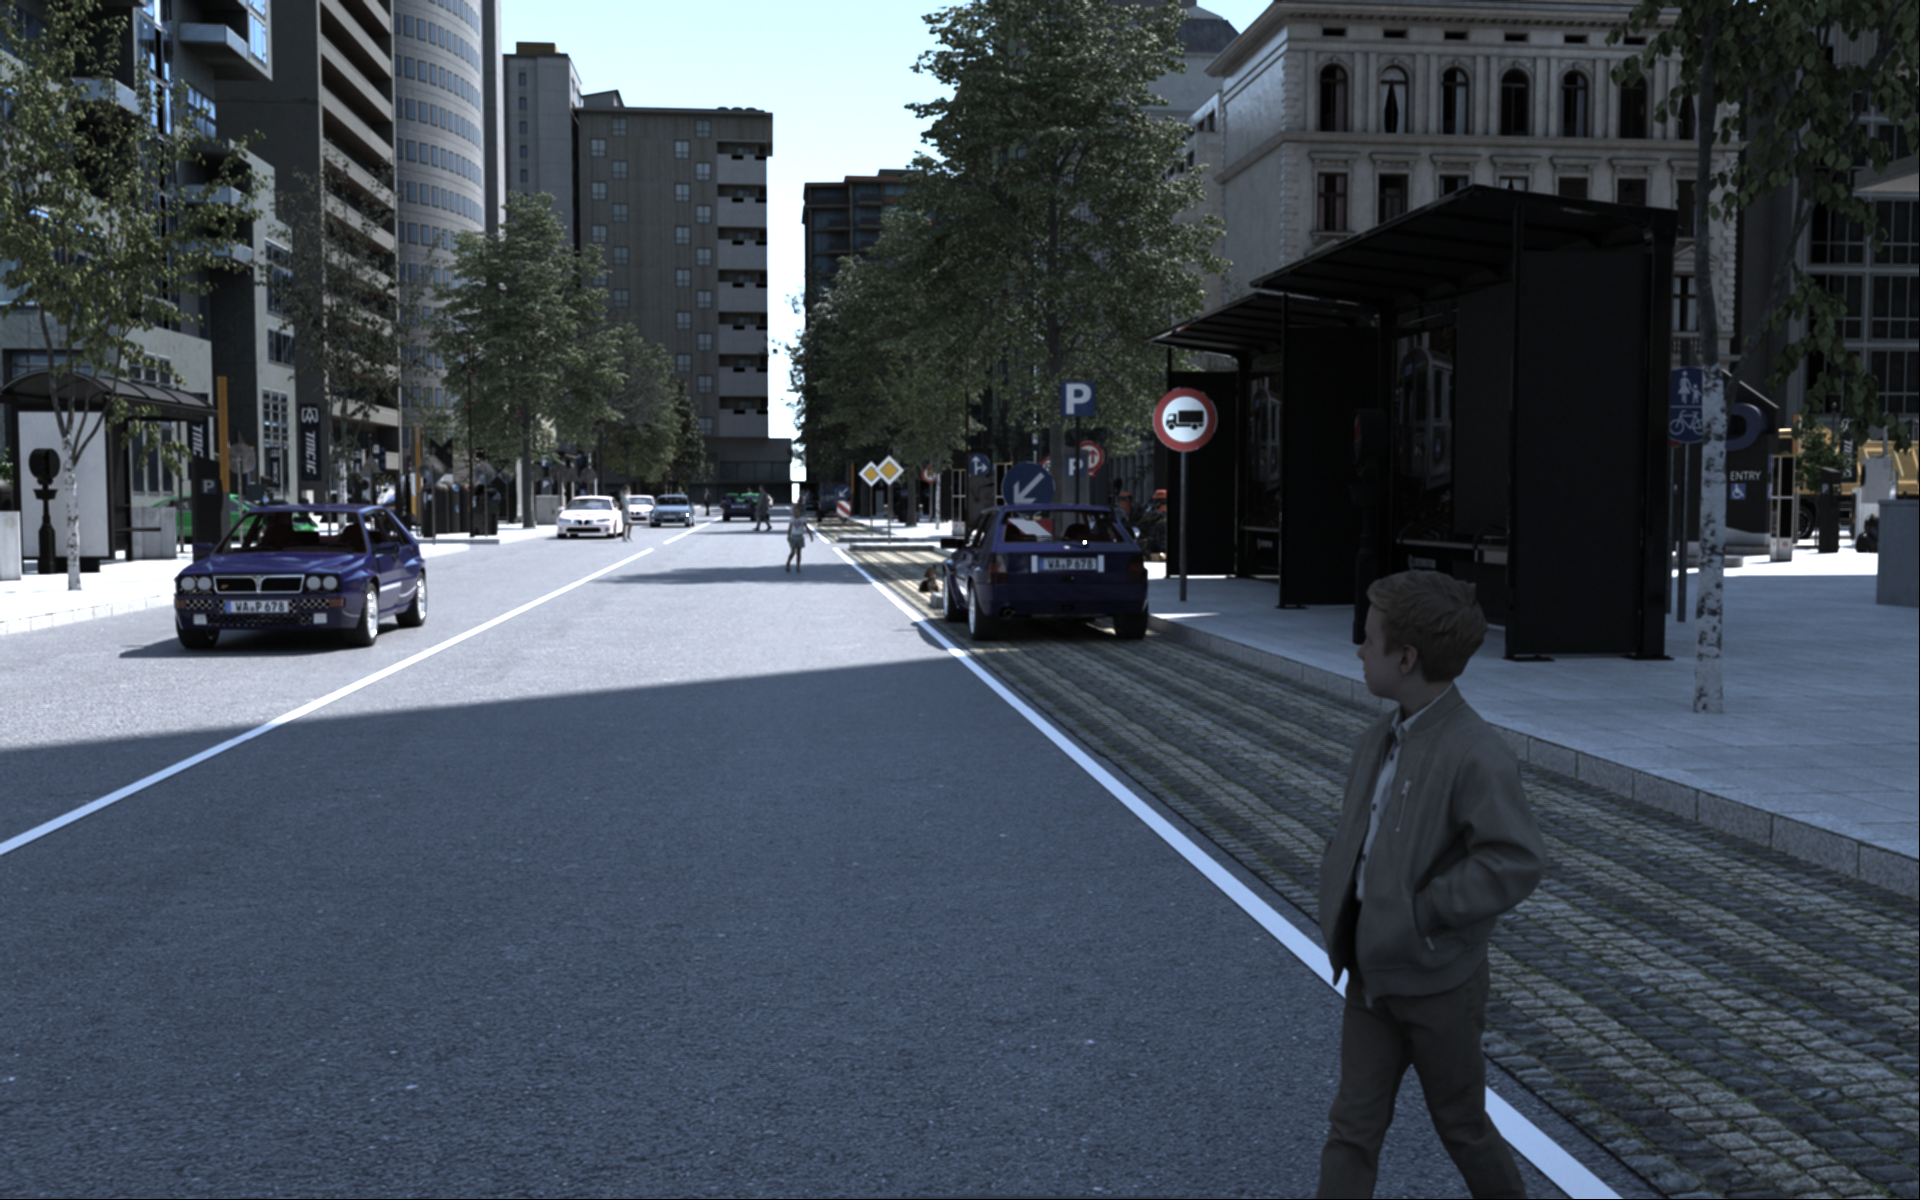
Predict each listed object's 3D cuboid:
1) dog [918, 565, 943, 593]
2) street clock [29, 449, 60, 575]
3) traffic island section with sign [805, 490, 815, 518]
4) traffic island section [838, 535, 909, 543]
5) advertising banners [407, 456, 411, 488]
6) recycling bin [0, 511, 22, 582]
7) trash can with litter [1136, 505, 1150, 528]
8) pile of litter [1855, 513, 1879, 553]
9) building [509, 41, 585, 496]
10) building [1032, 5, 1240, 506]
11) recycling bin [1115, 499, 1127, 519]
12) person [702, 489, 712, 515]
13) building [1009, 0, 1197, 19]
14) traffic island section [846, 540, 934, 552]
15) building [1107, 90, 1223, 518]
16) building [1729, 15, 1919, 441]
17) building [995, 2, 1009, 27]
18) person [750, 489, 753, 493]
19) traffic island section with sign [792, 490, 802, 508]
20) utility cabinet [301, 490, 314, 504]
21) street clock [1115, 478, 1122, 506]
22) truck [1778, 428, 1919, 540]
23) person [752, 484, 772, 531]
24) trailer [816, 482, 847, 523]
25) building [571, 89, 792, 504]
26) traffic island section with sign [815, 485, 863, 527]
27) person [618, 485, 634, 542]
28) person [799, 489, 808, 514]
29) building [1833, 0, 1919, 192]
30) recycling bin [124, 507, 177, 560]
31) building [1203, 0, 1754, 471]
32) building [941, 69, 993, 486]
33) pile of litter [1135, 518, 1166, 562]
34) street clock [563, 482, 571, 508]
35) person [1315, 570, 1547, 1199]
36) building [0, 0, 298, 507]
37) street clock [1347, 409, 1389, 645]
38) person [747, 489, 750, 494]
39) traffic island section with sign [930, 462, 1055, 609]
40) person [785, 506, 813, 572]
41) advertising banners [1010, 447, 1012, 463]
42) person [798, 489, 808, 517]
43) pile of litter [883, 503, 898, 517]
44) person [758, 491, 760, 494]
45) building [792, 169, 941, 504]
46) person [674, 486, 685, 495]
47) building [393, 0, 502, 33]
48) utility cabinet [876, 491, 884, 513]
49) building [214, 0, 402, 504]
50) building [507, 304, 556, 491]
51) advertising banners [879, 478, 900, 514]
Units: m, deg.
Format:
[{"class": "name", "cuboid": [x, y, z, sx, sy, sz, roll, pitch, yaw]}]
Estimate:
[{"class": "dog", "cuboid": [-0.372, -0.313, 25.318, 0.550, 0.427, 0.748, 2, 4, 25]}, {"class": "street clock", "cuboid": [-14.591, -1.412, 27.652, 0.358, 2.002, 0.471, 0, 4, 5]}, {"class": "traffic island section with sign", "cuboid": [-8.289, -5.832, 103.987, 1.989, 1.847, 2.006, 0, 4, -6]}, {"class": "traffic island section", "cuboid": [-2.649, -1.834, 52.264, 2.009, 0.180, 2.903, 0, 4, -6]}, {"class": "advertising banners", "cuboid": [-25.636, -5.061, 78.940, 2.074, 3.025, 0.090, 1, 4, 13]}, {"class": "recycling bin", "cuboid": [-14.374, -0.793, 25.517, 0.722, 1.027, 0.722, 2, 4, 30]}, {"class": "trash can with litter", "cuboid": [6.948, -3.140, 62.721, 1.055, 1.170, 0.624, -2, 4, -27]}, {"class": "pile of litter", "cuboid": [20.358, -1.471, 38.021, 1.719, 0.858, 1.176, -2, 4, -29]}, {"class": "building", "cuboid": [-64.160, -41.985, 228.458, 28.212, 58.520, 21.231, 0, 4, -6]}, {"class": "building", "cuboid": [12.455, -20.602, 114.335, 11.434, 29.767, 29.804, 0, 4, -6]}, {"class": "recycling bin", "cuboid": [8.331, -4.793, 90.924, 0.722, 1.027, 0.722, -1, 4, -11]}, {"class": "person", "cuboid": [-17.003, -6.562, 116.190, 0.661, 1.777, 0.834, 1, 4, 17]}, {"class": "building", "cuboid": [10.670, -27.912, 139.954, 14.154, 41.232, 14.086, 0, 4, -6]}, {"class": "traffic island section", "cuboid": [-1.785, -1.348, 44.326, 2.009, 0.180, 2.903, 0, 4, -6]}, {"class": "building", "cuboid": [14.441, -14.450, 91.003, 10.420, 20.320, 16.860, 0, 4, -6]}, {"class": "building", "cuboid": [46.221, -15.819, 77.706, 30.058, 24.678, 14.314, 0, 4, -6]}, {"class": "building", "cuboid": [16.135, -48.843, 236.829, 20.611, 71.187, 20.563, 0, 4, -6]}, {"class": "person", "cuboid": [-14.186, -6.678, 118.025, 0.374, 1.781, 0.599, 1, 4, 13]}, {"class": "traffic island section with sign", "cuboid": [-13.659, -8.856, 153.424, 1.989, 1.847, 2.006, 0, 4, -6]}, {"class": "utility cabinet", "cuboid": [-37.802, -5.606, 100.336, 0.318, 1.500, 1.173, 0, 4, -2]}, {"class": "street clock", "cuboid": [7.178, -4.515, 78.389, 0.358, 2.002, 0.471, -1, 4, -8]}, {"class": "truck", "cuboid": [26.275, -3.416, 51.773, 9.791, 3.379, 3.469, 0, 4, -8]}, {"class": "person", "cuboid": [-7.752, -3.617, 67.735, 0.767, 1.812, 0.694, 1, 4, 8]}, {"class": "trailer", "cuboid": [-6.457, -4.851, 86.360, 1.471, 1.999, 3.904, 0, 4, -8]}, {"class": "building", "cuboid": [-36.843, -39.500, 235.065, 27.495, 52.752, 28.713, 0, 4, -6]}, {"class": "traffic island section with sign", "cuboid": [-5.302, -4.165, 76.720, 1.989, 1.847, 2.006, 0, 4, -6]}, {"class": "person", "cuboid": [-10.055, -2.607, 52.121, 0.522, 1.701, 0.512, -1, 4, -15]}, {"class": "person", "cuboid": [-11.352, -7.158, 125.553, 0.660, 1.820, 0.620, -1, 4, -13]}, {"class": "building", "cuboid": [30.399, -26.263, 18.647, 28.713, 52.752, 27.495, 0, 4, -6]}, {"class": "recycling bin", "cuboid": [-16.011, -1.327, 34.247, 0.722, 1.027, 0.722, 2, 4, 34]}, {"class": "building", "cuboid": [21.314, -14.940, 73.143, 19.941, 23.489, 11.050, 0, 4, -6]}, {"class": "building", "cuboid": [10.804, -31.884, 175.927, 22.147, 44.769, 28.867, 0, 4, -6]}, {"class": "pile of litter", "cuboid": [3.966, -1.161, 32.952, 1.719, 0.858, 1.176, 1, 4, 18]}, {"class": "street clock", "cuboid": [-17.743, -4.509, 78.298, 0.358, 2.002, 0.471, -2, 4, -33]}, {"class": "person", "cuboid": [0.800, 0.599, 2.975, 0.640, 1.303, 0.475, -2, 4, -35]}, {"class": "building", "cuboid": [-43.178, -46.598, 74.544, 22.319, 86.520, 31.000, 0, 4, -6]}, {"class": "street clock", "cuboid": [3.474, -0.624, 14.765, 0.358, 2.002, 0.471, 0, 4, 2]}, {"class": "person", "cuboid": [-13.675, -6.341, 112.408, 0.478, 1.798, 0.641, 1, 4, 11]}, {"class": "traffic island section with sign", "cuboid": [0.651, -0.817, 21.987, 1.989, 1.847, 2.006, 0, 4, -6]}, {"class": "person", "cuboid": [-2.959, -1.122, 31.856, 0.505, 1.210, 0.382, 0, 4, -7]}, {"class": "advertising banners", "cuboid": [2.005, -4.168, 64.342, 0.090, 3.025, 2.074, 0, 4, -5]}, {"class": "person", "cuboid": [-8.232, -4.970, 90.602, 0.563, 1.720, 0.643, -3, 4, -36]}, {"class": "pile of litter", "cuboid": [-3.626, -4.933, 94.620, 1.176, 0.858, 1.719, 0, 4, -2]}, {"class": "person", "cuboid": [-18.611, -9.274, 160.794, 0.551, 1.740, 0.621, 3, 5, 42]}, {"class": "building", "cuboid": [-8.573, -35.559, 236.009, 28.867, 44.769, 22.147, 0, 4, -6]}, {"class": "person", "cuboid": [-14.026, -4.765, 86.514, 0.694, 1.812, 0.767, -1, 4, -23]}, {"class": "building", "cuboid": [-48.681, -36.345, 136.237, 21.231, 58.520, 28.212, 0, 4, -6]}, {"class": "utility cabinet", "cuboid": [-5.793, -6.698, 118.193, 1.173, 1.500, 0.318, 0, 4, 1]}, {"class": "building", "cuboid": [-48.857, -29.714, 109.525, 21.300, 48.544, 21.600, 0, 4, -6]}, {"class": "building", "cuboid": [-56.308, -19.928, 170.869, 28.899, 21.520, 27.650, 0, 4, -6]}, {"class": "advertising banners", "cuboid": [-4.379, -6.948, 109.789, 2.074, 3.025, 0.090, -3, 5, -40]}]
